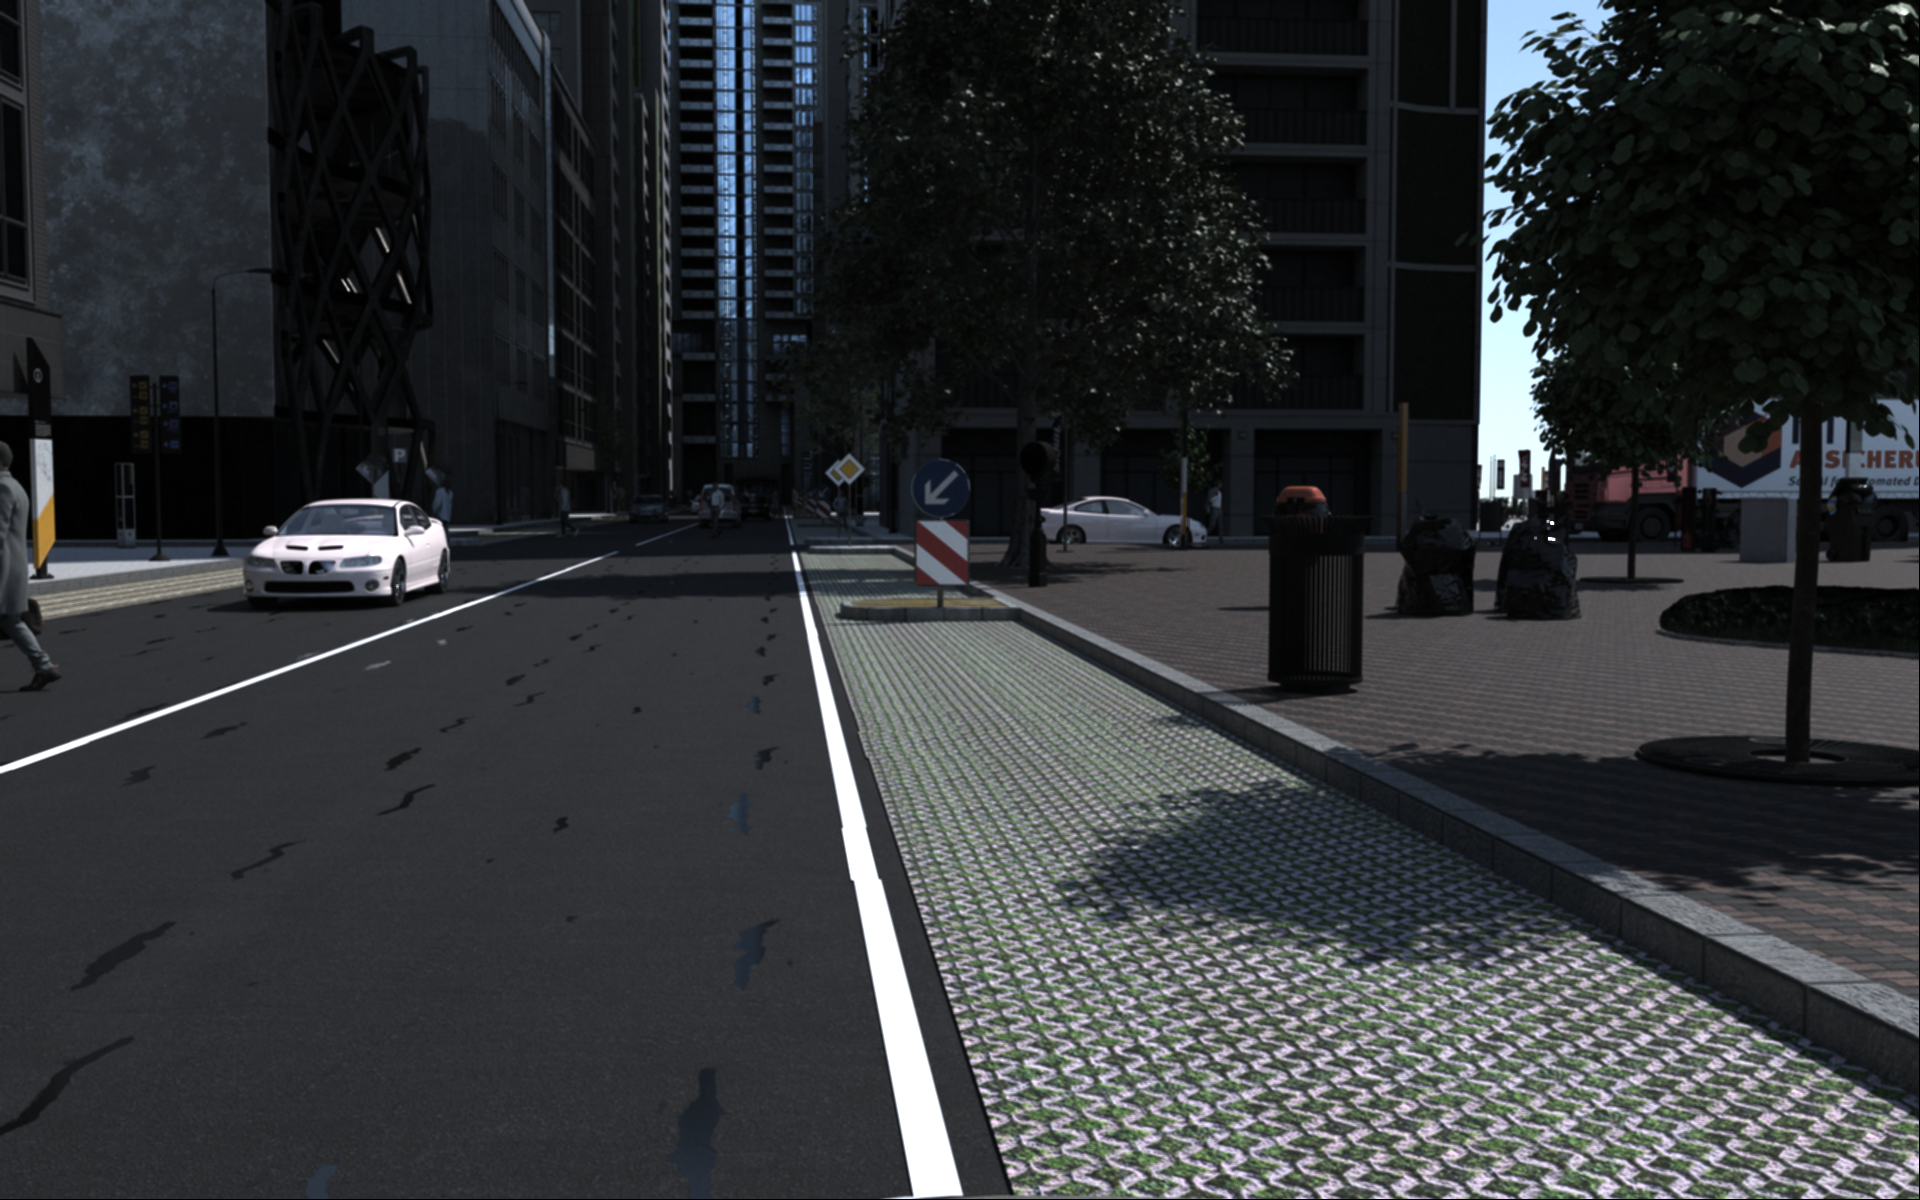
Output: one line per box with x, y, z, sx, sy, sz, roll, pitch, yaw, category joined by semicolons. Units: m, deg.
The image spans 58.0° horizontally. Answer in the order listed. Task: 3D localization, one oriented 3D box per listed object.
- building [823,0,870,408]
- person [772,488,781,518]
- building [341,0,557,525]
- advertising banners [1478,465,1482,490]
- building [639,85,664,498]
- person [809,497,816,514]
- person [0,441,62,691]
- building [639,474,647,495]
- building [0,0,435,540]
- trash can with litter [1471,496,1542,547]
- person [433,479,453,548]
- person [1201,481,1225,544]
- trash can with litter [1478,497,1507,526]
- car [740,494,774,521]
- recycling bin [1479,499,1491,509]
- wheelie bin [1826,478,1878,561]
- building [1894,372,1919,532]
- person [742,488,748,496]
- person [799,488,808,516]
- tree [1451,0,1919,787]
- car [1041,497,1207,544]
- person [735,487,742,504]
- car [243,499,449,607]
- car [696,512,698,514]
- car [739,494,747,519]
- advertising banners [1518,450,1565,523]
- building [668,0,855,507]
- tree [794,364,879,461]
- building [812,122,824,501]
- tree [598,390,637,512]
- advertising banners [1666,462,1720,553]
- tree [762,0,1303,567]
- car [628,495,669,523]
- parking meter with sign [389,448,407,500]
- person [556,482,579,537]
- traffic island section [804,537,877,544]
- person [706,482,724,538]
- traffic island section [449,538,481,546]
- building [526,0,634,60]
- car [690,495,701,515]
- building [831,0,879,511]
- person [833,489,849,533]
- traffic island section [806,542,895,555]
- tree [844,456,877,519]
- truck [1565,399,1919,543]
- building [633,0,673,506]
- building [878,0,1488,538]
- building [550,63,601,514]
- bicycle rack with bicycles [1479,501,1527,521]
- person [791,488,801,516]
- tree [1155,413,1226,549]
-3.098;-38.583;172.823;21.231;58.520;28.212;0;4;-6;building
-10.840;-5.739;102.423;0.778;1.811;0.616;2;4;35;person
-26.149;-16.012;79.820;12.078;24.808;19.932;0;4;-6;building
30.517;-6.570;103.613;0.090;3.025;2.074;-1;4;-23;advertising banners
-36.588;-29.648;168.336;14.154;41.232;14.086;0;4;-6;building
-10.741;-7.091;125.902;0.593;1.643;0.415;-1;4;-13;person
-6.910;-0.233;12.416;0.767;1.812;0.694;-1;4;-18;person
-43.606;-27.870;147.550;32.217;40.220;23.993;0;4;-6;building
-26.122;-11.529;55.958;16.820;18.784;16.811;0;4;-6;building
13.433;-1.929;42.595;2.233;1.210;1.678;2;4;25;trash can with litter
-12.108;-1.947;40.603;0.793;1.790;0.793;-1;4;-10;person
6.973;-2.379;47.502;0.850;1.850;0.679;2;4;32;person
21.149;-3.510;68.779;1.055;1.170;0.624;2;4;34;trash can with litter
-10.929;-5.040;92.192;2.009;1.686;4.222;0;4;-4;car
28.335;-4.991;94.160;0.722;1.027;0.722;-3;4;-36;recycling bin
17.104;-1.545;33.167;0.980;1.594;0.693;-1;4;-20;wheelie bin
34.948;-23.036;60.235;14.086;41.232;14.154;0;4;-6;building
-13.151;-5.920;105.481;0.721;1.800;0.419;2;4;33;person
-9.956;-6.253;110.986;0.529;1.795;0.600;-3;4;-36;person
3.997;-1.489;8.058;4.285;4.588;4.351;0;3;0;tree
4.075;-2.023;45.439;4.827;1.381;2.083;0;4;-6;car
-11.457;-4.901;88.808;0.661;1.801;0.590;1;4;22;person
-8.204;-0.681;23.497;2.083;1.381;4.827;0;4;-5;car
-18.701;-7.089;128.481;1.945;1.354;3.894;0;4;-5;car
-13.062;-5.472;99.252;2.009;1.686;4.222;0;4;-7;car
22.908;-4.400;68.122;2.074;3.025;0.090;3;5;43;advertising banners
-29.563;-55.304;216.890;31.000;86.520;22.319;0;4;-6;building
-7.595;-11.614;115.646;9.928;11.665;9.643;0;3;0;tree
-9.491;-31.217;193.986;14.154;41.232;14.086;0;4;-6;building
-24.360;-10.426;120.822;4.737;8.622;4.395;0;3;0;tree
16.352;-2.605;38.783;0.090;3.025;2.074;-1;4;-10;advertising banners
1.283;-6.954;30.712;9.611;12.733;9.660;0;3;0;tree
-15.615;-4.588;87.010;2.014;1.417;4.499;0;4;-6;car
-21.686;-4.298;66.527;0.543;3.016;1.738;-2;4;-30;parking meter with sign
-13.032;-3.004;57.468;0.795;1.843;0.661;0;4;-3;person
-3.486;-1.702;50.108;2.009;0.180;2.903;0;4;-6;traffic island section
-8.003;-2.933;56.556;0.679;1.850;0.850;2;4;23;person
-14.719;-1.631;48.955;2.009;0.180;2.903;0;4;-6;traffic island section
-31.840;-27.258;129.255;14.154;41.232;14.086;0;4;-6;building
-17.923;-6.691;121.764;2.083;1.381;4.827;0;4;-8;car
-0.262;-50.723;141.990;22.319;86.520;31.000;0;4;-6;building
-4.382;-3.270;63.778;0.589;1.601;0.330;0;4;-7;person
-2.665;-1.216;42.165;2.009;0.180;2.903;0;4;-6;traffic island section
-5.379;-5.779;89.094;1.663;3.219;1.824;0;3;0;tree
22.161;-3.640;48.426;11.283;4.237;2.839;0;4;-4;truck
-45.609;-39.397;186.140;28.212;58.520;21.231;0;4;-6;building
7.868;-37.997;59.499;20.611;71.187;20.563;0;4;-6;building
-29.706;-18.883;102.240;14.314;27.812;24.014;0;4;-6;building
26.850;-4.314;83.914;2.852;0.926;2.925;-1;4;-14;bicycle rack with bicycles
-10.844;-6.412;113.462;0.853;1.813;0.709;-3;5;-41;person
5.567;-2.852;41.224;1.663;3.219;1.824;0;3;0;tree
